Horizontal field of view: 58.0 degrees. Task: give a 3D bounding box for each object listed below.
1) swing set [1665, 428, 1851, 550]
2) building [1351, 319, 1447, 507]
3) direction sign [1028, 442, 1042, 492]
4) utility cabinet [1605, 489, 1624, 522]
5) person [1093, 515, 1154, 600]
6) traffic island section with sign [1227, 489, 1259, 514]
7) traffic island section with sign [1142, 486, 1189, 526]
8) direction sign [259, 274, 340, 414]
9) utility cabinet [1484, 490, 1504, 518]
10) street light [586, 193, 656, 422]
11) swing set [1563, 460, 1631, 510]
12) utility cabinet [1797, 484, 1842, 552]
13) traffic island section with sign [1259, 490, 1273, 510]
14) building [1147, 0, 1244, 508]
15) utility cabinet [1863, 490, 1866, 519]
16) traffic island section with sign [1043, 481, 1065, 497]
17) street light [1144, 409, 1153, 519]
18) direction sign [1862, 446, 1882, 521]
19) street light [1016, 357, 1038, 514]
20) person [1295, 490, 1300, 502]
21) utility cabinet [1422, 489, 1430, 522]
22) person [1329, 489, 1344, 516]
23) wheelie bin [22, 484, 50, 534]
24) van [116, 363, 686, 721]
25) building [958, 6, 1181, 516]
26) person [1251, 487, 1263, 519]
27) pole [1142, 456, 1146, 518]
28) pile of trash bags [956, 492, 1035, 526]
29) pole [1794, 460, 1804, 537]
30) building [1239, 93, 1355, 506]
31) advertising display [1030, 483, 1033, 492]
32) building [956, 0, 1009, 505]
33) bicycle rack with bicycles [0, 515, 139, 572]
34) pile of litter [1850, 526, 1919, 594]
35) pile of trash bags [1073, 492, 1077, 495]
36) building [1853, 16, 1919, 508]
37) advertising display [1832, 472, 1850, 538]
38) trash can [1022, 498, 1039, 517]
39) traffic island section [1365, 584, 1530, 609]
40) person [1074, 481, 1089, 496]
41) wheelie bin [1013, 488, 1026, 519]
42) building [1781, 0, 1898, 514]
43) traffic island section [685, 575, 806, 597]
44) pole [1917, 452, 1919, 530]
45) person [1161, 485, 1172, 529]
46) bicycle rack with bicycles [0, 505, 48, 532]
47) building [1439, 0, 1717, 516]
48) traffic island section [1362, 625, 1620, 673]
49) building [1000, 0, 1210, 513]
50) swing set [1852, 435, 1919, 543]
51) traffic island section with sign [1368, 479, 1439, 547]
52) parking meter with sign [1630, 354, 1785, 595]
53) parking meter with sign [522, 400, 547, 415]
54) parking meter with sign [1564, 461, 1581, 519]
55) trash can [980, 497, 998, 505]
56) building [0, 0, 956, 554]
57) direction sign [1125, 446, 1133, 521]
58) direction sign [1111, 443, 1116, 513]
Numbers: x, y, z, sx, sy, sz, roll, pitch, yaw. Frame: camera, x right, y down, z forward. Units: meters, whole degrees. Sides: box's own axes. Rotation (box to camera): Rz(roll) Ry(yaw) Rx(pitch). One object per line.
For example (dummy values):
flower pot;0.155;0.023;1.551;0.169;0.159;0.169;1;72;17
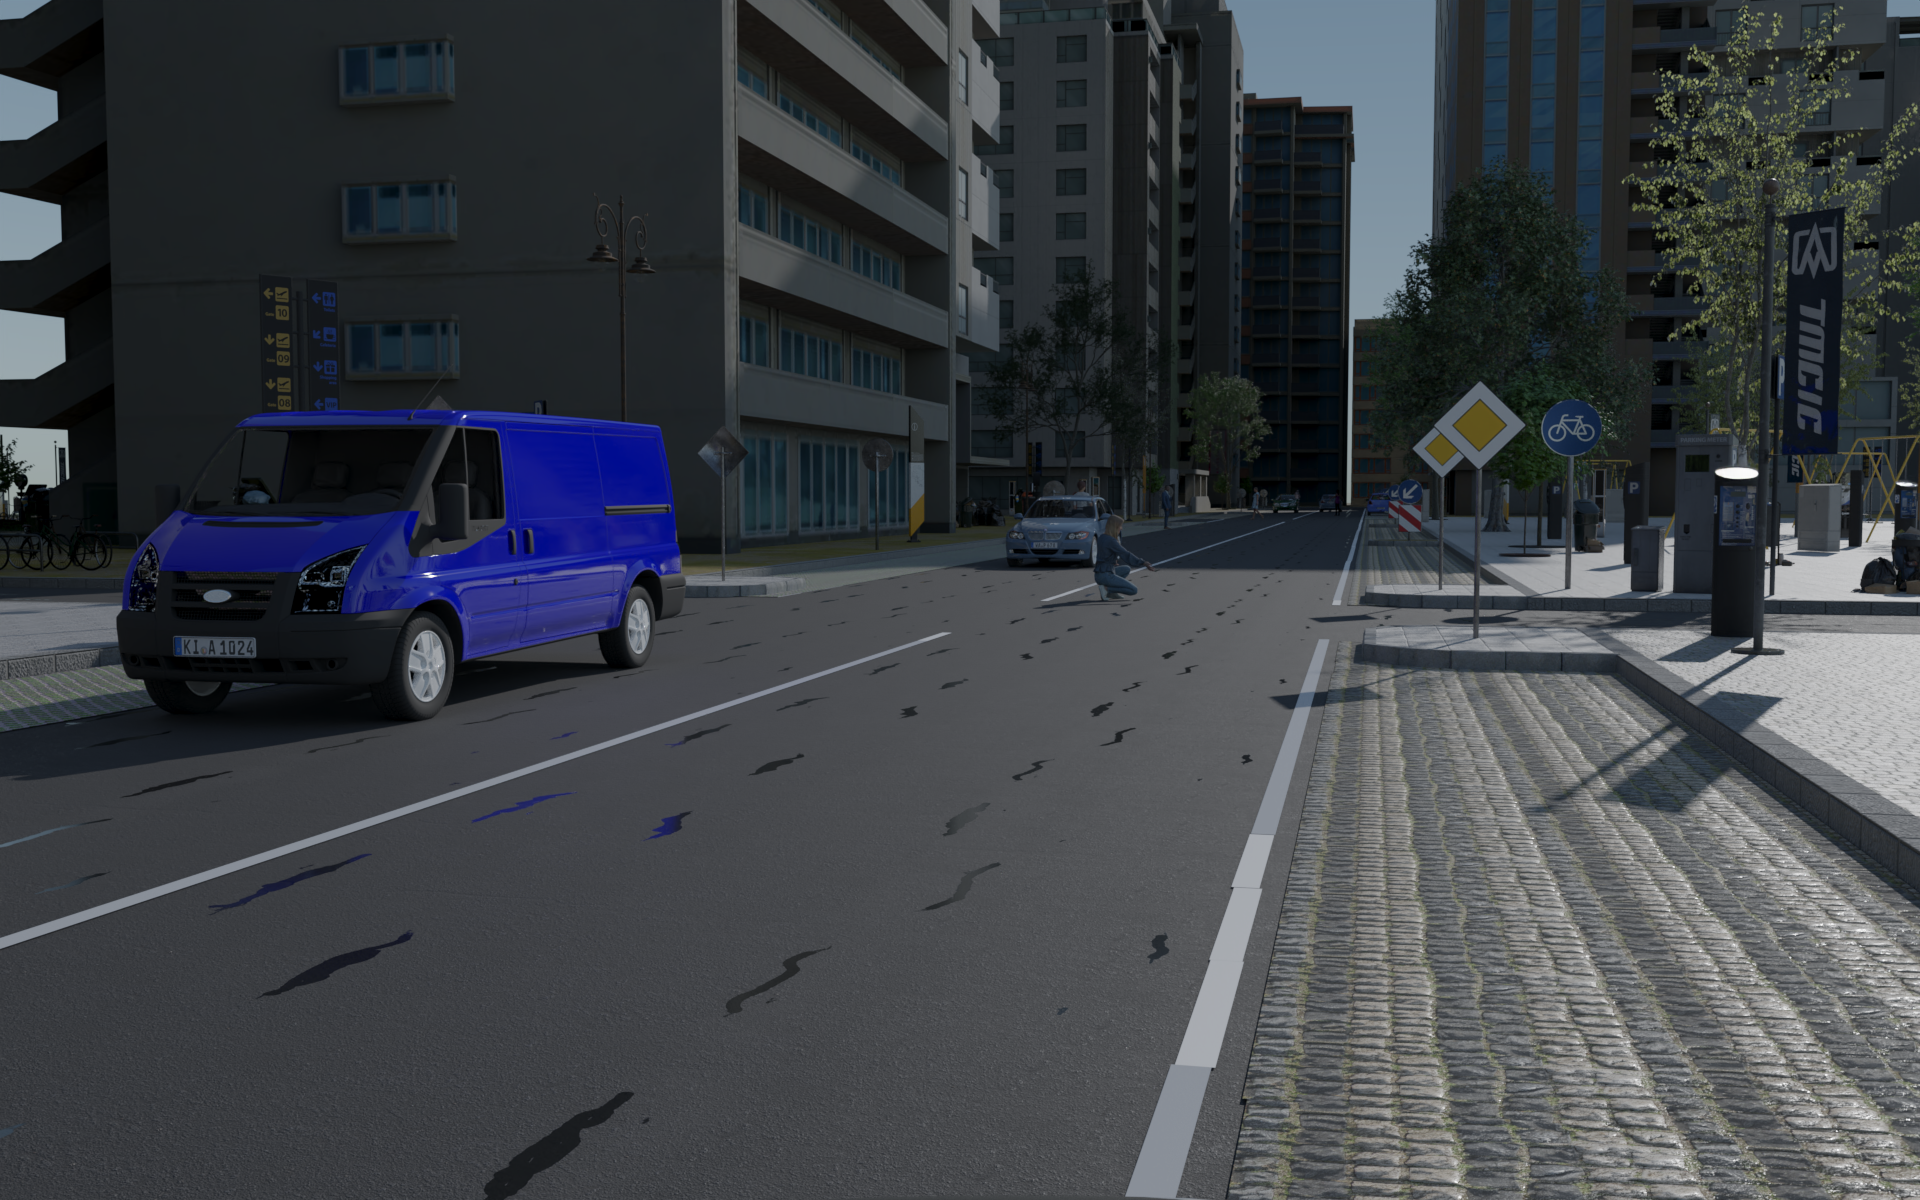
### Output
swing set;19.173;-2.708;41.902;3.119;2.851;2.862;-2;4;-33
building;57.772;-21.047;189.159;28.899;21.520;27.650;1;4;13
direction sign;3.231;-5.119;75.690;0.876;3.537;0.379;3;5;41
utility cabinet;29.420;-4.192;77.219;1.173;1.500;0.318;1;4;19
person;2.153;-0.588;23.619;0.738;1.151;1.012;-1;4;-11
traffic island section with sign;20.327;-7.107;124.834;1.989;1.847;2.006;1;4;13
traffic island section with sign;9.350;-4.271;78.461;1.989;1.847;2.006;1;4;13
direction sign;-6.922;-1.605;18.243;0.379;3.537;0.876;3;4;38
utility cabinet;28.092;-5.031;90.934;0.318;1.500;1.173;-3;4;-36
street light;-5.233;-3.312;26.933;0.468;5.910;1.993;1;4;13
swing set;29.338;-5.026;79.801;3.119;2.851;2.862;0;4;-7
utility cabinet;18.979;-1.810;38.276;0.318;1.500;1.173;0;4;-4
traffic island section with sign;26.539;-8.712;151.067;1.989;1.847;2.006;1;4;13
building;15.391;-33.084;164.631;21.600;48.544;21.300;1;4;13
utility cabinet;46.084;-4.939;89.425;1.173;1.500;0.318;1;4;20
traffic island section with sign;2.693;-2.549;50.297;1.989;1.847;2.006;1;4;13
street light;9.913;-7.187;90.301;0.468;5.910;1.993;1;4;13
direction sign;43.526;-5.548;82.709;0.379;3.537;0.876;-3;4;-38
street light;2.268;-5.251;58.634;0.468;5.910;1.993;1;4;13
person;26.728;-7.832;137.228;0.551;1.740;0.621;3;5;42
utility cabinet;21.285;-4.316;79.241;0.318;1.500;1.173;1;4;13
person;24.983;-6.463;114.853;1.217;1.739;0.721;-2;4;-28
wheelie bin;-29.218;-2.879;54.974;0.693;1.594;0.980;2;4;25
van;-3.886;-0.517;12.843;2.240;2.365;5.245;1;4;12
building;5.885;-20.543;107.586;14.160;30.474;14.107;1;4;13
person;16.643;-5.414;97.107;0.778;1.811;0.616;1;4;17
pole;9.781;-6.001;91.957;0.158;3.312;0.155;0;3;0
pile of trash bags;1.346;-3.650;69.434;3.447;1.369;1.912;0;4;-7
pole;24.881;-3.515;51.319;0.158;3.312;0.155;0;3;0
building;28.910;-32.919;192.851;28.867;44.769;22.147;1;4;13
advertising display;4.079;-5.616;97.037;0.123;1.923;0.974;1;4;15
building;-13.471;-30.102;81.408;28.713;52.752;27.495;1;4;13
bicycle rack with bicycles;-15.462;-0.995;29.644;2.925;0.926;2.852;2;4;30
pile of litter;12.504;-0.523;22.520;1.719;0.858;1.176;1;4;17
pile of trash bags;4.678;-4.505;83.401;1.912;1.369;3.447;-3;5;-43
building;81.561;-28.640;151.852;14.086;41.232;14.154;1;4;13
advertising display;25.970;-2.788;50.799;0.974;1.923;0.123;-1;4;-20
trash can;3.959;-5.462;100.959;0.748;1.137;0.748;0;3;0
traffic island section;6.455;-0.056;23.203;2.009;0.180;2.903;1;4;13
person;3.027;-2.038;42.388;0.480;1.755;0.524;1;4;17
wheelie bin;3.089;-4.878;87.656;0.693;1.594;0.980;1;4;13
building;48.597;-32.727;124.333;28.713;52.752;27.495;1;4;13
traffic island section;-3.511;-0.200;25.558;2.009;0.180;2.903;1;4;13
pole;32.767;-3.985;59.001;0.158;3.312;0.155;0;3;0
person;8.443;-3.800;70.813;0.419;1.800;0.721;1;4;18
bicycle rack with bicycles;-36.031;-3.117;64.346;2.852;0.926;2.925;-1;4;-10
building;37.178;-27.875;105.871;14.600;45.320;14.200;1;4;13
traffic island section;4.616;0.419;15.432;2.009;0.180;2.903;1;4;13
building;1.815;-26.661;127.786;32.217;40.220;23.993;1;4;13
swing set;25.232;-3.017;46.943;2.862;2.851;3.119;0;4;-3
traffic island section with sign;12.315;-2.402;47.900;1.989;1.847;2.006;1;4;13
parking meter with sign;9.625;-1.596;22.362;1.738;3.016;0.543;2;4;34
parking meter with sign;-8.531;-2.182;31.942;1.738;3.016;0.543;-2;4;-30
parking meter with sign;32.083;-5.765;90.522;0.543;3.016;1.738;0;4;-2
trash can;1.261;-3.901;75.437;0.748;1.137;0.748;0;3;0
building;-12.918;-25.952;48.025;21.300;48.544;21.600;1;4;13
direction sign;8.011;-5.501;81.939;0.379;3.537;0.876;0;4;3
direction sign;6.780;-5.173;76.577;0.379;3.537;0.876;1;4;15
